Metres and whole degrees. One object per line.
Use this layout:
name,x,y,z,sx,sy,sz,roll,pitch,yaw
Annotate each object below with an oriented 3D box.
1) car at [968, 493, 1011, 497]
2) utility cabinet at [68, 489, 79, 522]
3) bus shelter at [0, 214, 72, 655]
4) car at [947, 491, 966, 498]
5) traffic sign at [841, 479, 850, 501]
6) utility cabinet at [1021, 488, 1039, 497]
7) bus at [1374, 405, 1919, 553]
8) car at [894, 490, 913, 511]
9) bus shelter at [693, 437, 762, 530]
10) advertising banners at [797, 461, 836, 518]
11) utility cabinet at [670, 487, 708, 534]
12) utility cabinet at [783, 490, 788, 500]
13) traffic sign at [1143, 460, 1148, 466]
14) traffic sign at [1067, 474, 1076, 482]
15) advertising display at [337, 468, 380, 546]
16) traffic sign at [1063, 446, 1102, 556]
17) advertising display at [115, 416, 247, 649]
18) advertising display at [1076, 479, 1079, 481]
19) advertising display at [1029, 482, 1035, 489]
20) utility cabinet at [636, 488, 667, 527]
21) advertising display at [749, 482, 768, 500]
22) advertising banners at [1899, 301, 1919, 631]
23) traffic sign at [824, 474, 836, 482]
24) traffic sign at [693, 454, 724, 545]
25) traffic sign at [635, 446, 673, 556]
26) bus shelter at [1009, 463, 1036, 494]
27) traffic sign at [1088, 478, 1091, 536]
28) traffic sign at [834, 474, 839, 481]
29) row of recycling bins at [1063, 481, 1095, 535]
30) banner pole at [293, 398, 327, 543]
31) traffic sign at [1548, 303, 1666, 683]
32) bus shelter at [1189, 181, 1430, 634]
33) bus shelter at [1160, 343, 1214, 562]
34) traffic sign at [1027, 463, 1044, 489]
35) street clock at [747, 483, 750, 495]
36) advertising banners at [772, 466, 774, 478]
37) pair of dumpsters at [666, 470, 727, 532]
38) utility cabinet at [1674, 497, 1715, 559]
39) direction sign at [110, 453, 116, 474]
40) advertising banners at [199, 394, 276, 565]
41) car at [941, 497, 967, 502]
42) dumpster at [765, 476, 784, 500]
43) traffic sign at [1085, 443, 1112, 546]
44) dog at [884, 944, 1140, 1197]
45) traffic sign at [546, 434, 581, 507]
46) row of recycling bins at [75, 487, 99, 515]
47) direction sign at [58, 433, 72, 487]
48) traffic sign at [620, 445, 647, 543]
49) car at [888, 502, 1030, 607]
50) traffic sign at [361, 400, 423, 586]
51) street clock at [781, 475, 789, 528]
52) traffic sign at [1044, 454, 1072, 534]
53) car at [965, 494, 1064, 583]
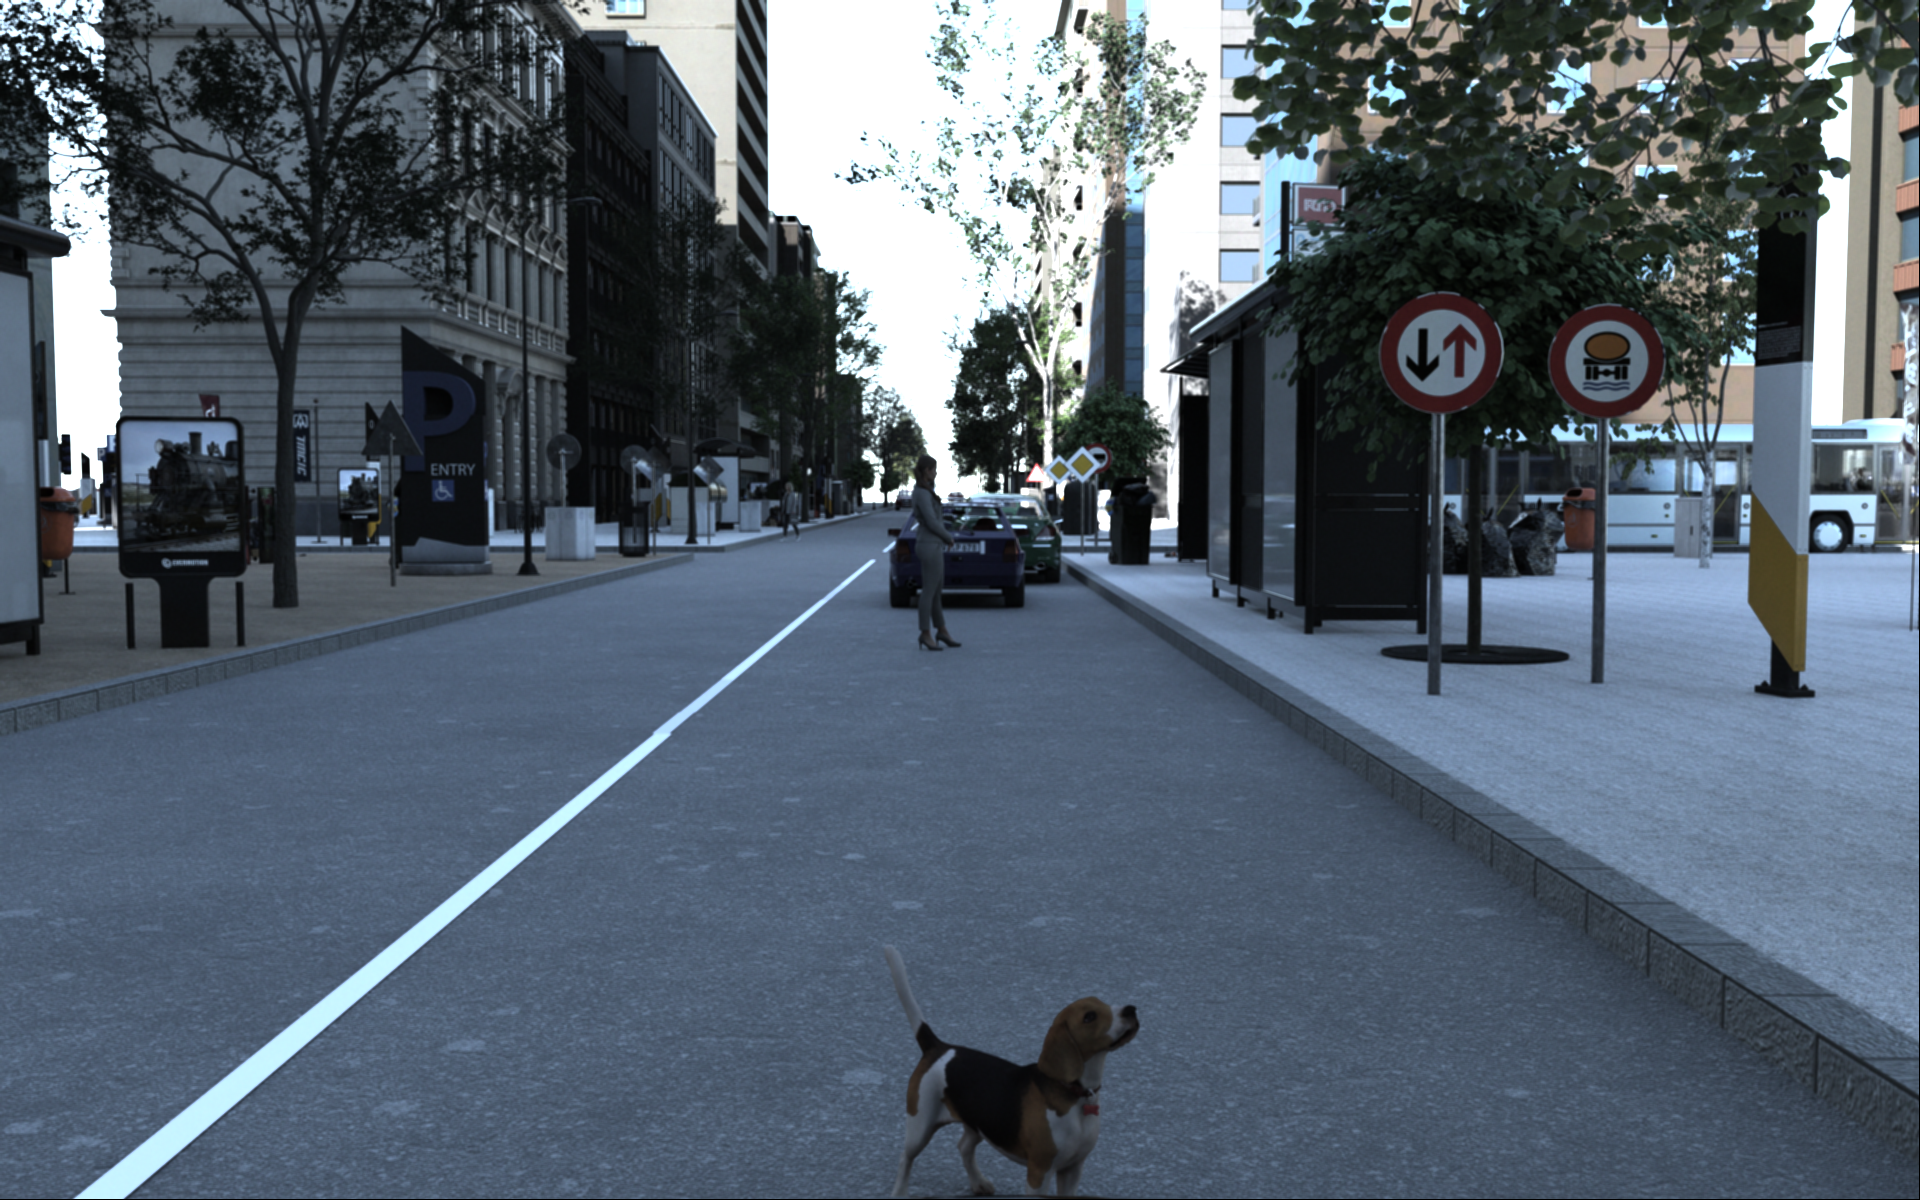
car,0.864,-2.378,47.679,1.959,1.807,4.718,0,4,-1
utility cabinet,-40.111,-4.228,77.809,1.173,1.500,0.318,2,4,27
bus shelter,-8.136,-1.944,9.418,2.179,5.291,8.768,0,4,0
car,-0.470,-12.093,206.389,2.281,1.827,5.304,0,3,0
traffic sign,-7.581,-6.892,114.809,0.606,2.300,0.079,0,4,8
utility cabinet,2.717,-3.554,66.782,0.318,1.500,1.173,2,4,23
bus,16.261,-2.710,39.174,13.247,3.499,2.948,0,4,-2
car,-4.614,-8.763,151.946,2.281,1.827,5.304,0,4,0
bus shelter,-8.698,-4.335,64.803,2.014,3.302,5.546,0,4,0
advertising banners,-7.673,-5.875,92.249,2.074,3.025,0.090,0,4,-6
utility cabinet,-8.632,-2.846,55.216,1.173,1.500,0.318,-1,4,-12
utility cabinet,-7.925,-4.306,79.079,0.318,1.500,1.173,-1,4,-21
traffic sign,5.164,-3.079,50.345,0.884,2.594,0.081,0,4,2
traffic sign,5.189,-4.788,78.397,0.768,2.556,0.104,0,4,7
advertising display,-14.958,-2.317,43.094,0.974,1.923,0.123,-1,4,-23
traffic sign,2.540,-1.979,35.992,0.795,2.450,0.064,0,4,0
advertising display,-6.473,-0.564,14.429,0.974,1.923,0.123,-1,4,-15
advertising display,5.108,-4.214,74.107,0.123,1.923,0.974,1,4,15
advertising display,3.948,-5.486,94.904,0.123,1.923,0.974,0,4,-8
utility cabinet,-11.921,-3.563,66.939,1.173,1.500,0.318,-3,4,-38
advertising display,-10.702,-5.315,92.116,0.974,1.923,0.123,-1,4,-14
advertising banners,9.281,-1.239,16.453,2.074,3.025,0.090,-3,5,-41
traffic sign,-8.119,-6.612,108.218,0.768,2.556,0.104,0,4,8
traffic sign,-6.379,-2.466,43.969,0.795,2.450,0.064,0,4,0
traffic sign,-6.354,-1.978,35.984,0.795,2.450,0.064,0,4,0
bus shelter,4.159,-7.375,114.501,2.014,3.302,5.546,0,4,0
traffic sign,3.992,-3.247,53.190,0.768,2.556,0.104,1,4,9
traffic sign,-7.898,-6.682,109.260,0.884,2.594,0.081,0,4,5
row of recycling bins,3.852,-2.961,55.528,1.069,1.692,3.534,0,4,7
banner pole,-17.047,-3.381,45.295,0.863,3.779,0.401,-1,4,-16
traffic sign,4.332,-0.709,11.693,0.768,2.556,0.104,0,4,5
bus shelter,3.939,-2.590,19.977,2.179,5.291,8.768,0,4,0
bus shelter,4.643,-2.349,29.695,1.731,3.624,6.357,0,4,0
traffic sign,3.234,-4.469,73.069,0.884,2.594,0.081,0,4,2
street clock,-13.368,-6.502,110.879,0.471,2.002,0.358,-3,5,-40
advertising banners,-11.614,-6.722,106.091,0.090,3.025,2.074,0,4,7
pair of dumpsters,-8.826,-3.398,58.047,1.574,2.255,4.437,0,4,0
utility cabinet,14.769,-1.451,34.887,0.306,1.237,1.020,0,4,-6
direction sign,-33.411,-4.714,69.067,0.876,3.537,0.379,0,4,-6
advertising banners,-12.980,-2.143,31.225,0.090,3.025,2.074,1,4,15
car,-0.315,-2.620,55.420,1.945,1.354,3.894,0,3,0
dumpster,-9.035,-5.203,87.570,1.502,2.255,1.985,0,4,0
traffic sign,3.382,-2.618,42.913,0.768,2.556,0.104,0,4,4
dog,0.083,0.974,3.364,0.540,0.507,0.406,1,4,8
traffic sign,-8.372,-2.229,36.556,0.768,2.556,0.104,1,4,9
row of recycling bins,-53.405,-6.074,106.419,1.069,1.692,3.534,0,4,1
direction sign,-33.583,-4.439,64.578,0.876,3.537,0.379,-2,4,-34
traffic sign,-8.480,-2.751,45.092,0.768,2.556,0.104,1,4,9
car,-0.021,-0.655,23.290,1.945,1.354,3.894,0,4,1
traffic sign,-7.874,-1.467,23.995,0.884,2.594,0.081,0,4,7
street clock,-6.532,-3.686,64.836,0.358,2.002,0.471,0,4,-7
traffic sign,2.515,-2.467,43.977,0.795,2.450,0.064,0,4,0
car,0.727,-1.078,29.429,2.131,1.459,4.920,0,4,0
